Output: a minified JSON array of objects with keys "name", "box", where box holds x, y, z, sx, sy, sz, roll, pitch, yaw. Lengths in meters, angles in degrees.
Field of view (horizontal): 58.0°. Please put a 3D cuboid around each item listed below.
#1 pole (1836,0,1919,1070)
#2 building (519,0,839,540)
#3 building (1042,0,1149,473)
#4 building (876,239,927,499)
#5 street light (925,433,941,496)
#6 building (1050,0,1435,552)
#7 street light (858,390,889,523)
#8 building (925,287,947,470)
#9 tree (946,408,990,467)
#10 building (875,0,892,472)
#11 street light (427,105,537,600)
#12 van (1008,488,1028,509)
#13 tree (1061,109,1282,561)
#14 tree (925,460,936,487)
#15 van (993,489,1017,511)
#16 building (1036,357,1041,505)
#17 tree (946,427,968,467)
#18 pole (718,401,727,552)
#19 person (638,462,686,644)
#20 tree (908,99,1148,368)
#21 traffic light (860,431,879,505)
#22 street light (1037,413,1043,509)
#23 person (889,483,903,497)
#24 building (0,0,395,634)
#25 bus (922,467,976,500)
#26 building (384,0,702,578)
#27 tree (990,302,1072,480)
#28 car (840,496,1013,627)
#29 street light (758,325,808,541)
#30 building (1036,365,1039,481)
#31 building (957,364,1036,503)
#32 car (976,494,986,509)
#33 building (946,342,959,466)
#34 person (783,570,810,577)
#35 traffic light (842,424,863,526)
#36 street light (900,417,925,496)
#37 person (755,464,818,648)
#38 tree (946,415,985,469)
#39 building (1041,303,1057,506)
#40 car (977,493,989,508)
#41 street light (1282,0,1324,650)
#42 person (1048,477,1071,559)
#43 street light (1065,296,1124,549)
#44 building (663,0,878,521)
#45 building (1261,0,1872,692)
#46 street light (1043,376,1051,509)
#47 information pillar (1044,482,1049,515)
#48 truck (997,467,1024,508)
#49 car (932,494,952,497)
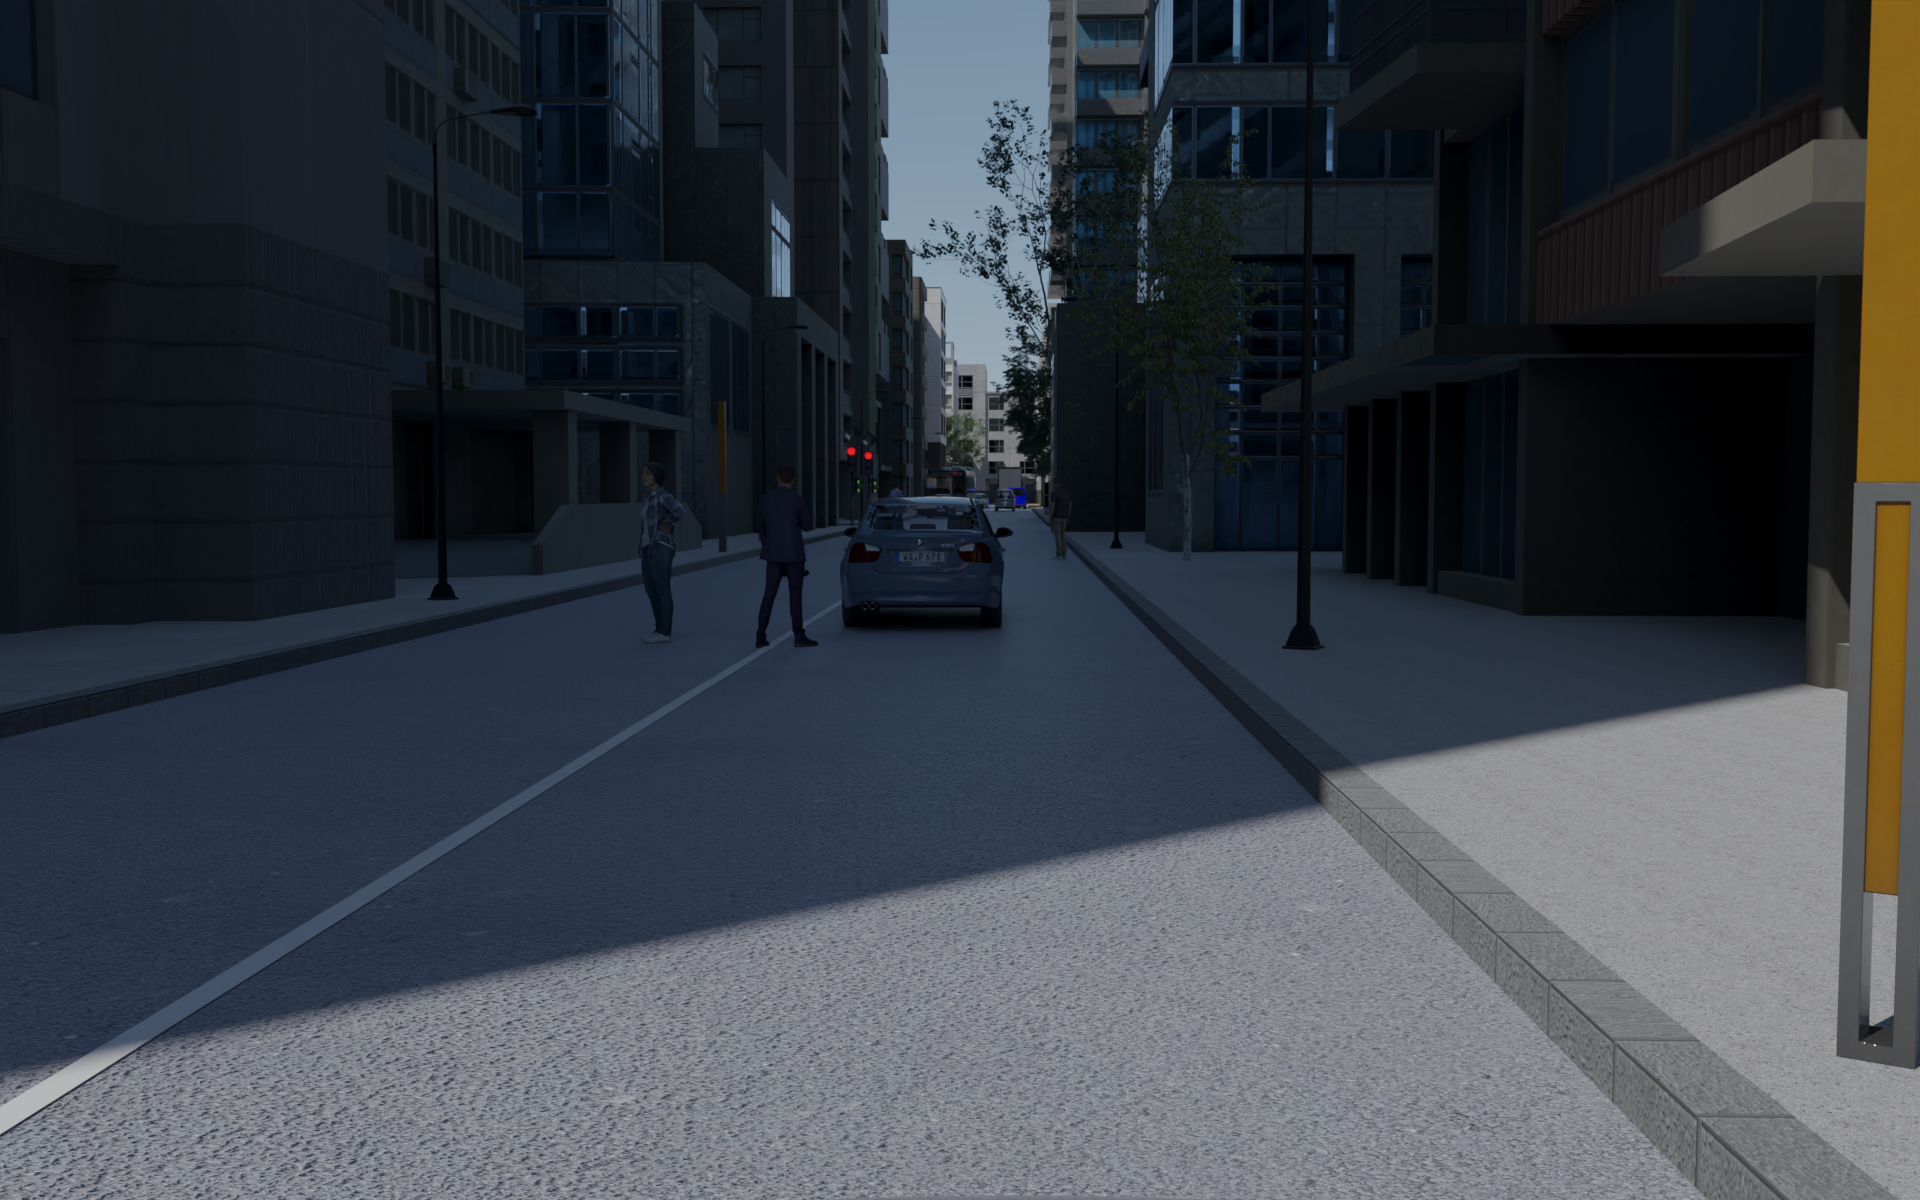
[{"name":"pole","box":[2.107,-0.613,3.864,0.158,3.312,0.155,0,3,0]},{"name":"building","box":[-20.733,-45.499,56.578,31.000,86.520,22.319,0,4,2]},{"name":"building","box":[18.081,-31.561,135.636,23.786,49.044,30.456,0,4,2]},{"name":"building","box":[-17.047,-17.590,132.636,27.650,21.520,28.899,0,4,2]},{"name":"street light","box":[-2.118,-9.694,131.030,1.470,5.913,1.316,0,4,2]},{"name":"building","box":[14.263,-45.143,50.756,22.319,86.520,31.000,0,4,2]},{"name":"street light","box":[-3.853,-6.411,77.367,1.470,5.913,1.316,0,4,2]},{"name":"building","box":[-15.883,-19.900,169.336,27.936,21.610,32.646,0,4,2]},{"name":"tree","box":[-0.386,-17.313,208.829,9.928,11.665,9.643,0,3,0]},{"name":"building","box":[-18.427,-31.454,103.504,28.713,52.752,27.495,0,4,2]},{"name":"street light","box":[-5.745,-2.955,20.853,1.470,5.913,1.316,0,4,2]},{"name":"van","box":[5.327,-9.749,163.774,2.240,2.365,5.245,0,4,1]},{"name":"tree","box":[4.243,-5.053,32.977,4.737,8.622,4.395,0,3,0]},{"name":"tree","box":[-3.401,-10.196,150.417,4.285,4.588,4.351,0,3,0]},{"name":"van","box":[3.752,-8.404,144.410,2.013,2.044,4.112,0,4,3]},{"name":"building","box":[17.657,-20.401,200.020,16.747,18.905,31.486,0,4,2]},{"name":"tree","box":[-0.990,-14.729,191.187,4.360,8.622,3.978,0,3,0]},{"name":"pole","box":[-5.245,-2.715,38.227,0.158,3.312,0.155,0,3,0]},{"name":"person","box":[-2.903,-0.459,16.729,0.376,1.734,0.841,-1,4,-20]},{"name":"tree","box":[4.342,-13.976,84.404,12.611,20.169,13.585,0,3,0]},{"name":"traffic light","box":[-4.026,-5.389,77.026,0.839,4.253,0.868,0,4,2]},{"name":"street light","box":[5.103,-7.734,98.987,1.470,5.913,1.316,0,4,2]},{"name":"person","box":[-2.219,-3.315,62.567,0.709,1.838,0.599,2,4,26]},{"name":"building","box":[-17.922,-28.380,6.016,21.231,58.520,28.212,0,4,2]},{"name":"bus","box":[-0.535,-7.285,113.975,2.948,3.499,13.247,0,4,3]},{"name":"building","box":[-22.457,-20.897,33.551,32.217,40.220,23.993,0,4,2]},{"name":"tree","box":[6.806,-12.794,115.837,9.857,13.997,8.962,0,3,0]},{"name":"car","box":[-0.386,-0.487,19.966,2.014,1.417,4.499,0,4,1]},{"name":"street light","box":[-4.865,-4.593,47.634,1.470,5.913,1.316,0,4,2]},{"name":"building","box":[17.798,-22.340,221.683,16.016,20.091,11.380,0,4,2]},{"name":"building","box":[11.020,-23.087,243.932,31.486,18.905,16.747,0,4,2]},{"name":"car","box":[1.500,-9.723,167.773,1.959,1.807,4.718,0,4,0]},{"name":"building","box":[-5.996,-22.291,220.879,11.380,20.091,16.016,0,4,2]},{"name":"person","box":[-2.989,-0.818,30.165,0.655,0.850,0.859,2,4,27]},{"name":"traffic light","box":[-4.284,-4.901,69.045,0.839,4.253,0.868,0,4,2]},{"name":"street light","box":[-3.046,-8.056,104.264,1.470,5.913,1.316,0,4,2]},{"name":"person","box":[-1.635,-0.416,16.221,0.541,1.710,0.530,2,4,31]},{"name":"tree","box":[-1.297,-16.192,199.149,8.767,10.594,7.601,0,4,-1]},{"name":"building","box":[16.808,-18.480,168.604,16.747,18.905,31.486,0,4,2]},{"name":"car","box":[1.991,-10.034,173.646,1.945,1.707,3.694,0,4,3]},{"name":"street light","box":[2.312,-2.551,14.243,1.470,5.913,1.316,0,4,2]},{"name":"person","box":[2.172,-1.807,38.166,0.598,1.807,0.434,-2,4,-31]},{"name":"street light","box":[3.151,-4.171,40.734,1.470,5.913,1.316,0,4,2]},{"name":"building","box":[-11.547,-24.421,82.872,14.154,41.232,14.086,0,4,2]},{"name":"building","box":[15.453,-21.987,14.110,22.147,44.769,28.867,0,4,2]},{"name":"street light","box":[4.115,-5.837,67.975,1.470,5.913,1.316,0,4,2]},{"name":"information pillar","box":[5.315,-6.227,106.304,0.304,2.012,0.304,0,4,2]},{"name":"truck","box":[5.319,-11.904,183.541,2.839,4.237,11.283,0,4,2]},{"name":"car","box":[-1.093,-5.681,102.675,2.009,1.686,4.222,0,4,0]}]
